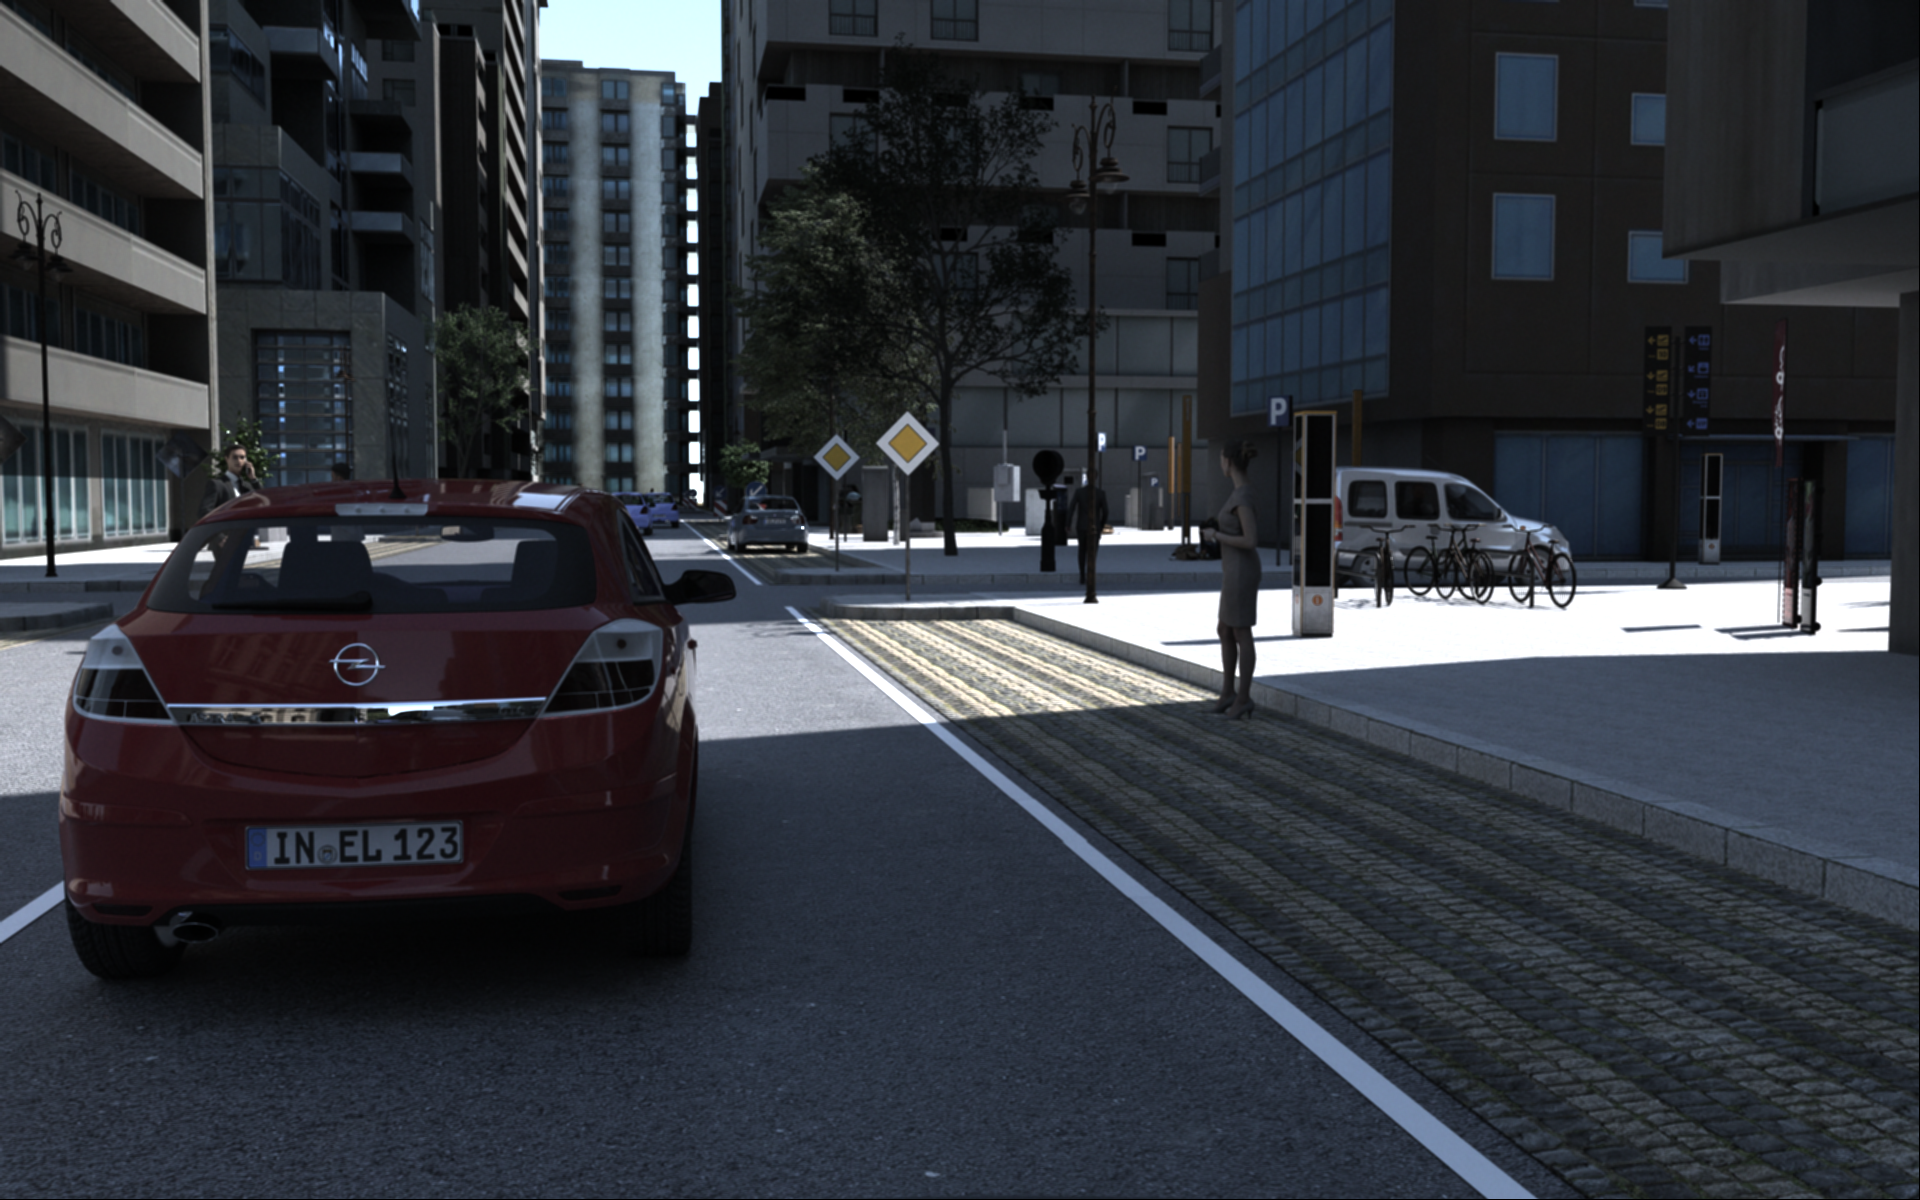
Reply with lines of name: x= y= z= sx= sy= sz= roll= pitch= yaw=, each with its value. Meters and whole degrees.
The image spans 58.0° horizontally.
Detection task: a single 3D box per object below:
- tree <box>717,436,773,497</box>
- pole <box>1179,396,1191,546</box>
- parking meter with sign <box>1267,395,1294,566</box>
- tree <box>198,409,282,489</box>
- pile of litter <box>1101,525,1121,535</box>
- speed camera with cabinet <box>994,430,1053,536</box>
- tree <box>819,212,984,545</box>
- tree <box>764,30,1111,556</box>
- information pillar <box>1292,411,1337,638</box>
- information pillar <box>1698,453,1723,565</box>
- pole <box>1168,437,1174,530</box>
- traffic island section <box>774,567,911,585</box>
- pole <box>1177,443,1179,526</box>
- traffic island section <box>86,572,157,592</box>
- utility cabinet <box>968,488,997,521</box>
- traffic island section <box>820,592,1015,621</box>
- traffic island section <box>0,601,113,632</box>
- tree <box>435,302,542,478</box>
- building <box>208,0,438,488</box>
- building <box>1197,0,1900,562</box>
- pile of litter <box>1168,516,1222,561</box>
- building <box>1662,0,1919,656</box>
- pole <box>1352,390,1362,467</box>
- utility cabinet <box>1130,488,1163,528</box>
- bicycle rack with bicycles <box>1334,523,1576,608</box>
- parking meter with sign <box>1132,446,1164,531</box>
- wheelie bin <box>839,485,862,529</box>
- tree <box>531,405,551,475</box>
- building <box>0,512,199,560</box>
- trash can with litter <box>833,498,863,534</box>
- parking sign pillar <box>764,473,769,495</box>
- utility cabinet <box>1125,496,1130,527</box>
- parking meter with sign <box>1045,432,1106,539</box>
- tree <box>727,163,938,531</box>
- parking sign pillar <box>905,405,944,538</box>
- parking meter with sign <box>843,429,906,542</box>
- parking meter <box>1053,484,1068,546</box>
tree: x=-12.187 y=-7.032 z=98.692 sx=4.285 sy=4.588 sz=4.351 roll=0 pitch=3 yaw=0
pole: x=4.705 y=-2.577 z=35.979 sx=0.158 sy=3.312 sz=0.155 roll=0 pitch=3 yaw=0
parking meter with sign: x=6.359 y=-2.140 z=31.242 sx=1.738 sy=3.016 sz=0.543 roll=-2 pitch=4 yaw=-34
tree: x=-16.510 y=-2.768 z=39.854 sx=1.663 sy=3.219 sz=1.824 roll=0 pitch=3 yaw=0
pile of litter: x=4.384 y=-2.522 z=55.204 sx=1.719 sy=0.858 sz=1.176 roll=-1 pitch=4 yaw=-20
speed camera with cabinet: x=2.087 y=-3.620 z=53.528 sx=2.038 sy=3.252 sz=0.660 roll=2 pitch=4 yaw=24
tree: x=-1.554 y=-5.678 z=43.191 sx=4.360 sy=8.622 sz=3.978 roll=0 pitch=3 yaw=0
tree: x=-0.528 y=-6.200 z=35.781 sx=7.601 sy=10.594 sz=8.767 roll=-1 pitch=4 yaw=-12
information pillar: x=3.176 y=-0.676 z=15.548 sx=0.304 sy=2.012 sz=0.304 roll=0 pitch=4 yaw=-5
information pillar: x=13.631 y=-1.649 z=31.461 sx=0.304 sy=2.012 sz=0.304 roll=0 pitch=4 yaw=8
pole: x=7.519 y=-4.150 z=61.694 sx=0.158 sy=3.312 sz=0.155 roll=0 pitch=3 yaw=0
traffic island section: x=-2.020 y=-0.397 z=28.772 sx=2.009 sy=0.180 sz=2.903 roll=-1 pitch=4 yaw=-10
pole: x=8.767 y=-4.611 z=69.234 sx=0.158 sy=3.312 sz=0.155 roll=0 pitch=3 yaw=0
traffic island section: x=-12.102 y=-0.287 z=26.975 sx=2.009 sy=0.180 sz=2.903 roll=-1 pitch=4 yaw=-10
utility cabinet: x=0.829 y=-3.421 z=64.618 sx=1.173 sy=1.500 sz=0.318 roll=3 pitch=5 yaw=40
traffic island section: x=-0.610 y=0.084 z=20.912 sx=2.009 sy=0.180 sz=2.903 roll=-1 pitch=4 yaw=-10
traffic island section: x=-10.692 y=0.194 z=19.115 sx=2.009 sy=0.180 sz=2.903 roll=-1 pitch=4 yaw=-10
tree: x=-26.561 y=-10.198 z=92.497 sx=9.928 sy=11.665 sz=9.643 roll=0 pitch=3 yaw=0
building: x=-32.087 y=-46.086 z=66.184 sx=22.319 sy=86.520 sz=31.000 roll=-1 pitch=4 yaw=-10
building: x=14.319 y=-23.736 z=38.203 sx=14.200 sy=45.320 sz=14.600 roll=-1 pitch=4 yaw=-10
pile of litter: x=4.653 y=-1.223 z=33.968 sx=1.719 sy=0.858 sz=1.176 roll=-3 pitch=5 yaw=-42
building: x=11.692 y=-19.808 z=7.456 sx=14.154 sy=41.232 sz=14.086 roll=-1 pitch=4 yaw=-10
pole: x=7.786 y=-2.458 z=34.027 sx=0.158 sy=3.312 sz=0.155 roll=0 pitch=3 yaw=0
utility cabinet: x=6.962 y=-3.430 z=64.756 sx=1.173 sy=1.500 sz=0.318 roll=-1 pitch=4 yaw=-11
bicycle rack with bicycles: x=5.679 y=-0.442 z=20.614 sx=2.852 sy=0.926 sz=2.925 roll=0 pitch=4 yaw=-2
parking meter with sign: x=6.739 y=-3.991 z=61.517 sx=0.543 sy=3.016 sz=1.738 roll=-1 pitch=4 yaw=-20
wheelie bin: x=-3.630 y=-3.021 z=57.302 sx=0.980 sy=1.594 sz=0.693 roll=3 pitch=5 yaw=44
tree: x=-35.494 y=-11.643 z=140.725 sx=4.360 sy=8.622 sz=3.978 roll=0 pitch=3 yaw=0
building: x=-28.595 y=-25.045 z=33.186 sx=21.300 sy=48.544 sz=21.600 roll=-1 pitch=4 yaw=-10
trash can with litter: x=-3.543 y=-2.706 z=55.628 sx=1.055 sy=1.170 sz=0.624 roll=-3 pitch=5 yaw=-44
parking sign pillar: x=-11.486 y=-6.954 z=102.166 sx=1.447 sy=3.967 sz=1.447 roll=-1 pitch=4 yaw=-14
utility cabinet: x=6.885 y=-3.394 z=66.652 sx=1.020 sy=1.237 sz=0.306 roll=-1 pitch=4 yaw=-14
parking meter with sign: x=3.265 y=-3.260 z=49.562 sx=1.738 sy=3.016 sz=0.543 roll=2 pitch=4 yaw=30
tree: x=-4.694 y=-8.667 z=59.837 sx=7.486 sy=12.596 sz=7.792 roll=0 pitch=3 yaw=0
parking sign pillar: x=-1.185 y=-3.825 z=51.008 sx=1.447 sy=3.967 sz=1.447 roll=-2 pitch=4 yaw=-25
parking meter with sign: x=-2.283 y=-3.096 z=46.881 sx=1.738 sy=3.016 sz=0.543 roll=0 pitch=4 yaw=-7
parking meter: x=2.498 y=-2.125 z=43.162 sx=0.372 sy=1.533 sz=0.369 roll=0 pitch=3 yaw=0
